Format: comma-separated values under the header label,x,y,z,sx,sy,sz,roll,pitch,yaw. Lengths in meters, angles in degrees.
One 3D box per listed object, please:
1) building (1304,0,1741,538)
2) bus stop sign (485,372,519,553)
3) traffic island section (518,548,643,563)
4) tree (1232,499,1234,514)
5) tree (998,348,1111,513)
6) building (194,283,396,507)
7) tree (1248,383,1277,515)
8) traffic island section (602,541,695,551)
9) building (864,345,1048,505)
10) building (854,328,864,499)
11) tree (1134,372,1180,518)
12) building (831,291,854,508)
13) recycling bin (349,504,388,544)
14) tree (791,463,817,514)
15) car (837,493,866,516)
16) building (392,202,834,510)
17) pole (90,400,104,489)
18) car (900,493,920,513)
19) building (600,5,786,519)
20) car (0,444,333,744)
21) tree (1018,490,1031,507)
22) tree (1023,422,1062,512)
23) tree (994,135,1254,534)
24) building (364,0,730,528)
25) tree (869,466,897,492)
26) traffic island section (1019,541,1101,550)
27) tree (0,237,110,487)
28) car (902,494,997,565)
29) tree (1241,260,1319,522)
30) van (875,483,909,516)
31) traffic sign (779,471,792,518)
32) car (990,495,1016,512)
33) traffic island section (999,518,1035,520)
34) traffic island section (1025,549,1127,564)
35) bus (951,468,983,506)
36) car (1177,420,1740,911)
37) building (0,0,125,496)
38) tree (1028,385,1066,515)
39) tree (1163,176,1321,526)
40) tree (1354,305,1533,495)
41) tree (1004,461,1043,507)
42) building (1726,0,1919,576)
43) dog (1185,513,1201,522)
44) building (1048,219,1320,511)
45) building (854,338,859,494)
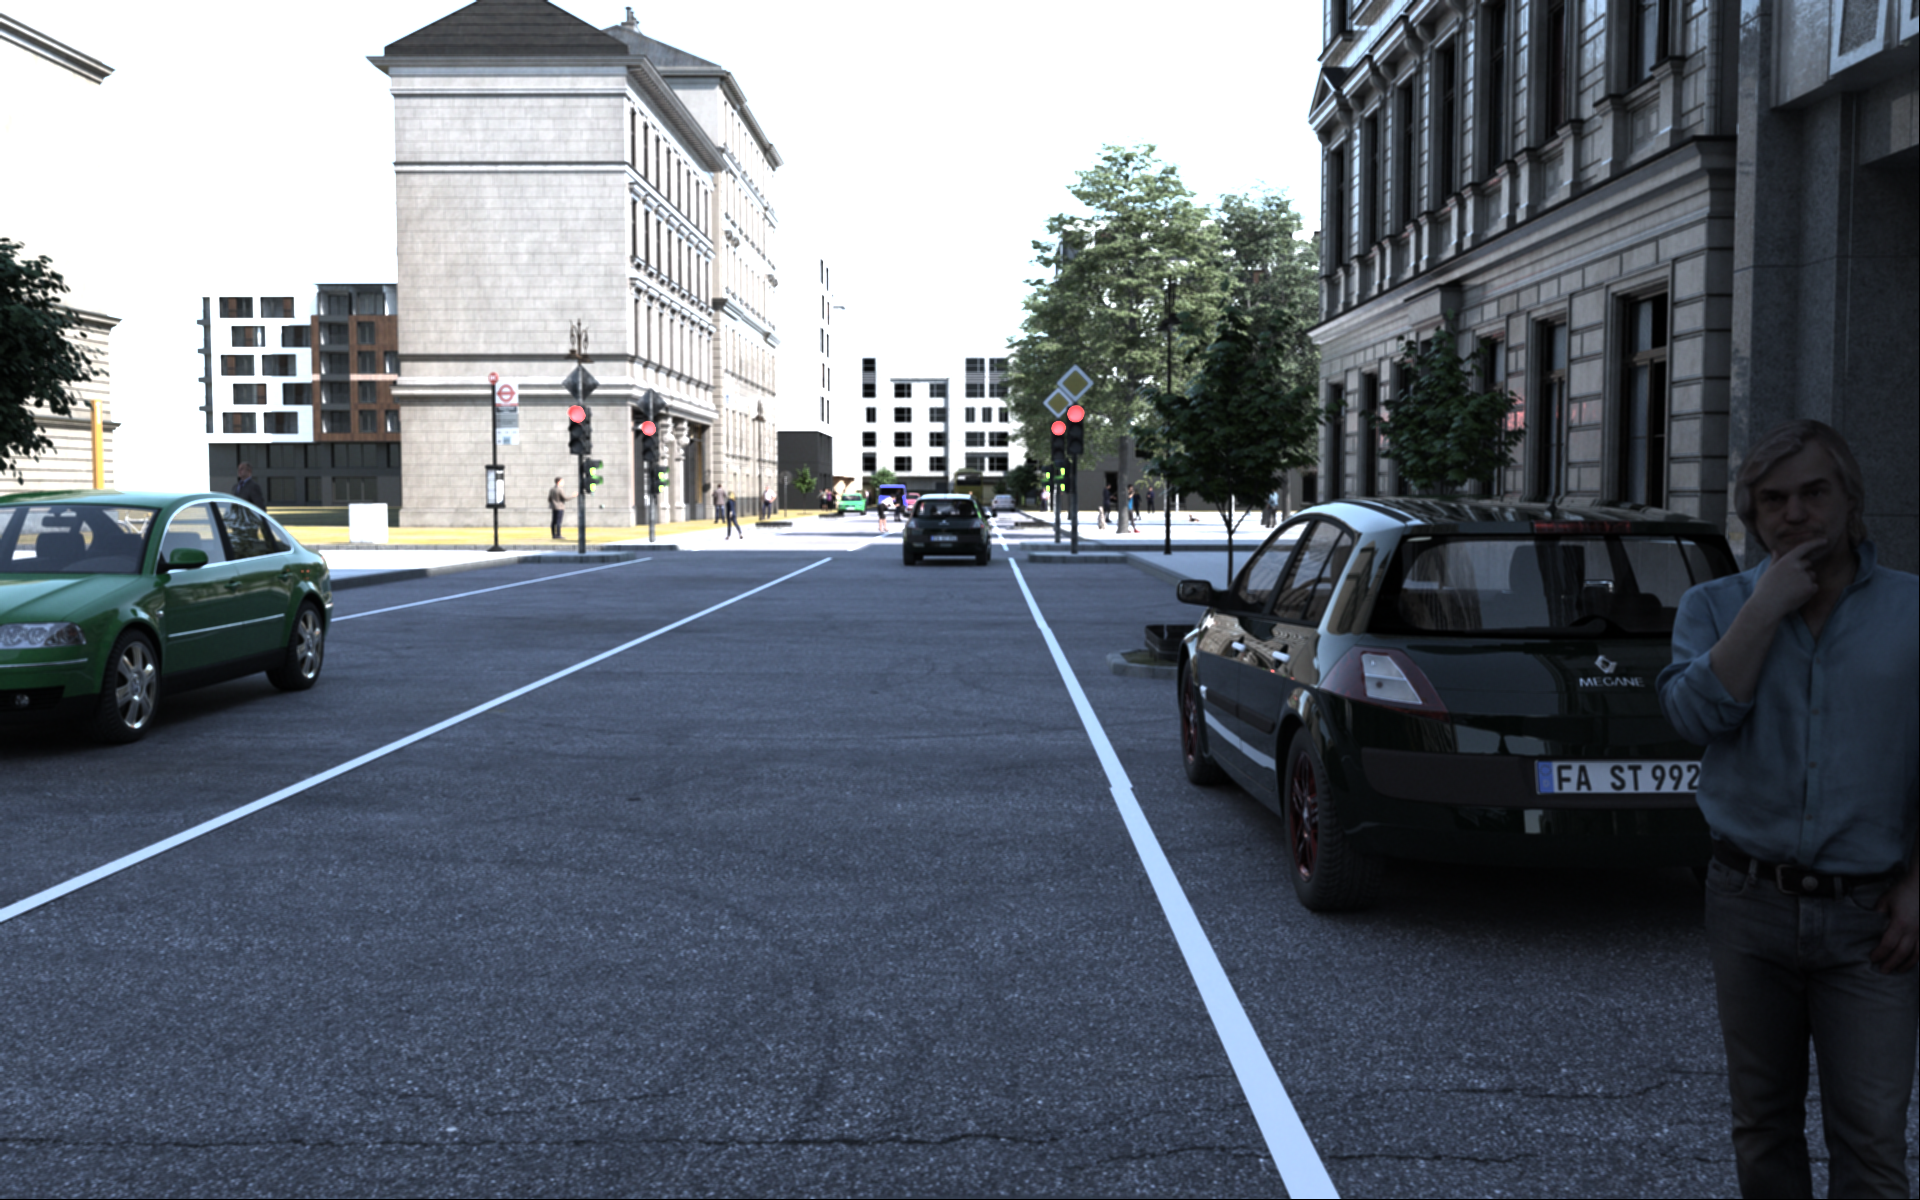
label,x,y,z,sx,sy,sz,roll,pitch,yaw
building,11.426,-9.757,24.150,10.561,19.102,19.286,0,4,1
bus stop sign,-10.021,-3.014,37.975,0.855,3.939,0.416,2,4,24
traffic island section,-8.162,-0.920,37.318,2.009,0.180,2.903,0,4,1
tree,17.693,-9.952,113.079,4.360,8.622,3.978,0,3,0
tree,6.393,-11.658,116.365,9.928,11.665,9.643,0,3,0
building,-59.022,-20.649,181.589,32.646,21.610,27.936,0,4,1
tree,17.688,-9.586,107.088,4.737,8.622,4.395,0,3,0
traffic island section,-8.071,-1.408,45.303,2.009,0.180,2.903,0,4,1
building,-0.935,-21.271,214.245,31.486,18.905,16.747,0,4,1
building,-26.897,-19.585,186.679,31.486,18.905,16.747,0,4,1
tree,12.543,-9.243,101.479,4.737,8.622,4.395,0,3,0
building,-18.501,-18.543,159.597,16.016,20.091,11.380,0,4,1
recycling bin,-15.292,-1.970,44.758,0.722,1.027,0.722,1,4,9
tree,-9.691,-7.006,109.148,1.663,3.219,1.824,0,3,0
car,-7.216,-6.538,115.688,1.959,1.807,4.718,0,4,-1
building,-25.391,-17.962,137.656,27.936,21.610,32.646,0,4,1
pole,-18.650,-2.669,37.475,0.158,3.312,0.155,0,3,0
car,-3.717,-7.411,130.217,2.155,1.783,4.494,0,4,1
building,-17.544,-18.480,99.412,12.463,27.353,25.104,0,4,1
car,-5.631,-0.154,11.323,1.959,1.807,4.718,0,4,-1
tree,6.715,-11.255,178.623,1.663,3.219,1.824,0,3,0
tree,6.502,-10.760,126.296,4.360,8.622,3.978,0,3,0
tree,5.668,-8.395,55.386,7.486,12.596,7.792,0,3,0
building,-16.979,-13.209,66.871,10.553,20.767,40.483,0,4,1
tree,-8.482,-12.954,195.513,4.285,4.588,4.351,0,3,0
traffic island section,2.569,-1.400,45.177,2.009,0.180,2.903,0,4,1
tree,-10.665,-2.106,18.139,4.285,4.588,4.351,0,3,0
car,-0.233,-1.614,36.168,2.009,1.686,4.222,0,4,2
tree,14.941,-9.625,79.420,6.751,12.117,7.091,0,3,0
van,-4.550,-6.868,116.668,2.240,2.365,5.245,0,4,-1
traffic sign,-9.534,-5.774,94.512,0.768,2.556,0.104,1,4,9
car,3.509,-7.810,140.054,2.083,1.381,4.827,0,4,0
traffic island section,3.156,-4.521,96.782,1.991,0.108,1.994,0,4,1
traffic island section,2.478,-0.912,37.193,2.009,0.180,2.903,0,4,1
bus,0.712,-10.541,163.883,2.896,3.916,12.252,0,4,-1
car,1.997,0.149,7.357,2.009,1.686,4.222,0,4,-1
building,-46.530,-14.334,53.448,34.723,24.649,14.460,0,4,1
tree,5.757,-9.417,104.336,4.737,8.622,4.395,0,3,0
tree,12.550,-9.975,69.745,9.857,13.997,8.962,0,3,0
tree,4.989,-1.418,17.779,1.663,3.219,1.824,0,3,0
tree,6.437,-12.591,189.568,4.285,4.588,4.351,0,3,0
building,12.532,-11.394,4.317,12.078,24.808,19.932,0,4,1
dog,10.651,-3.751,79.066,0.550,0.427,0.748,-1,4,-22
building,21.729,-18.418,145.114,27.936,21.610,32.646,0,4,1
building,-18.119,-19.237,170.952,16.016,20.091,11.380,0,4,1
